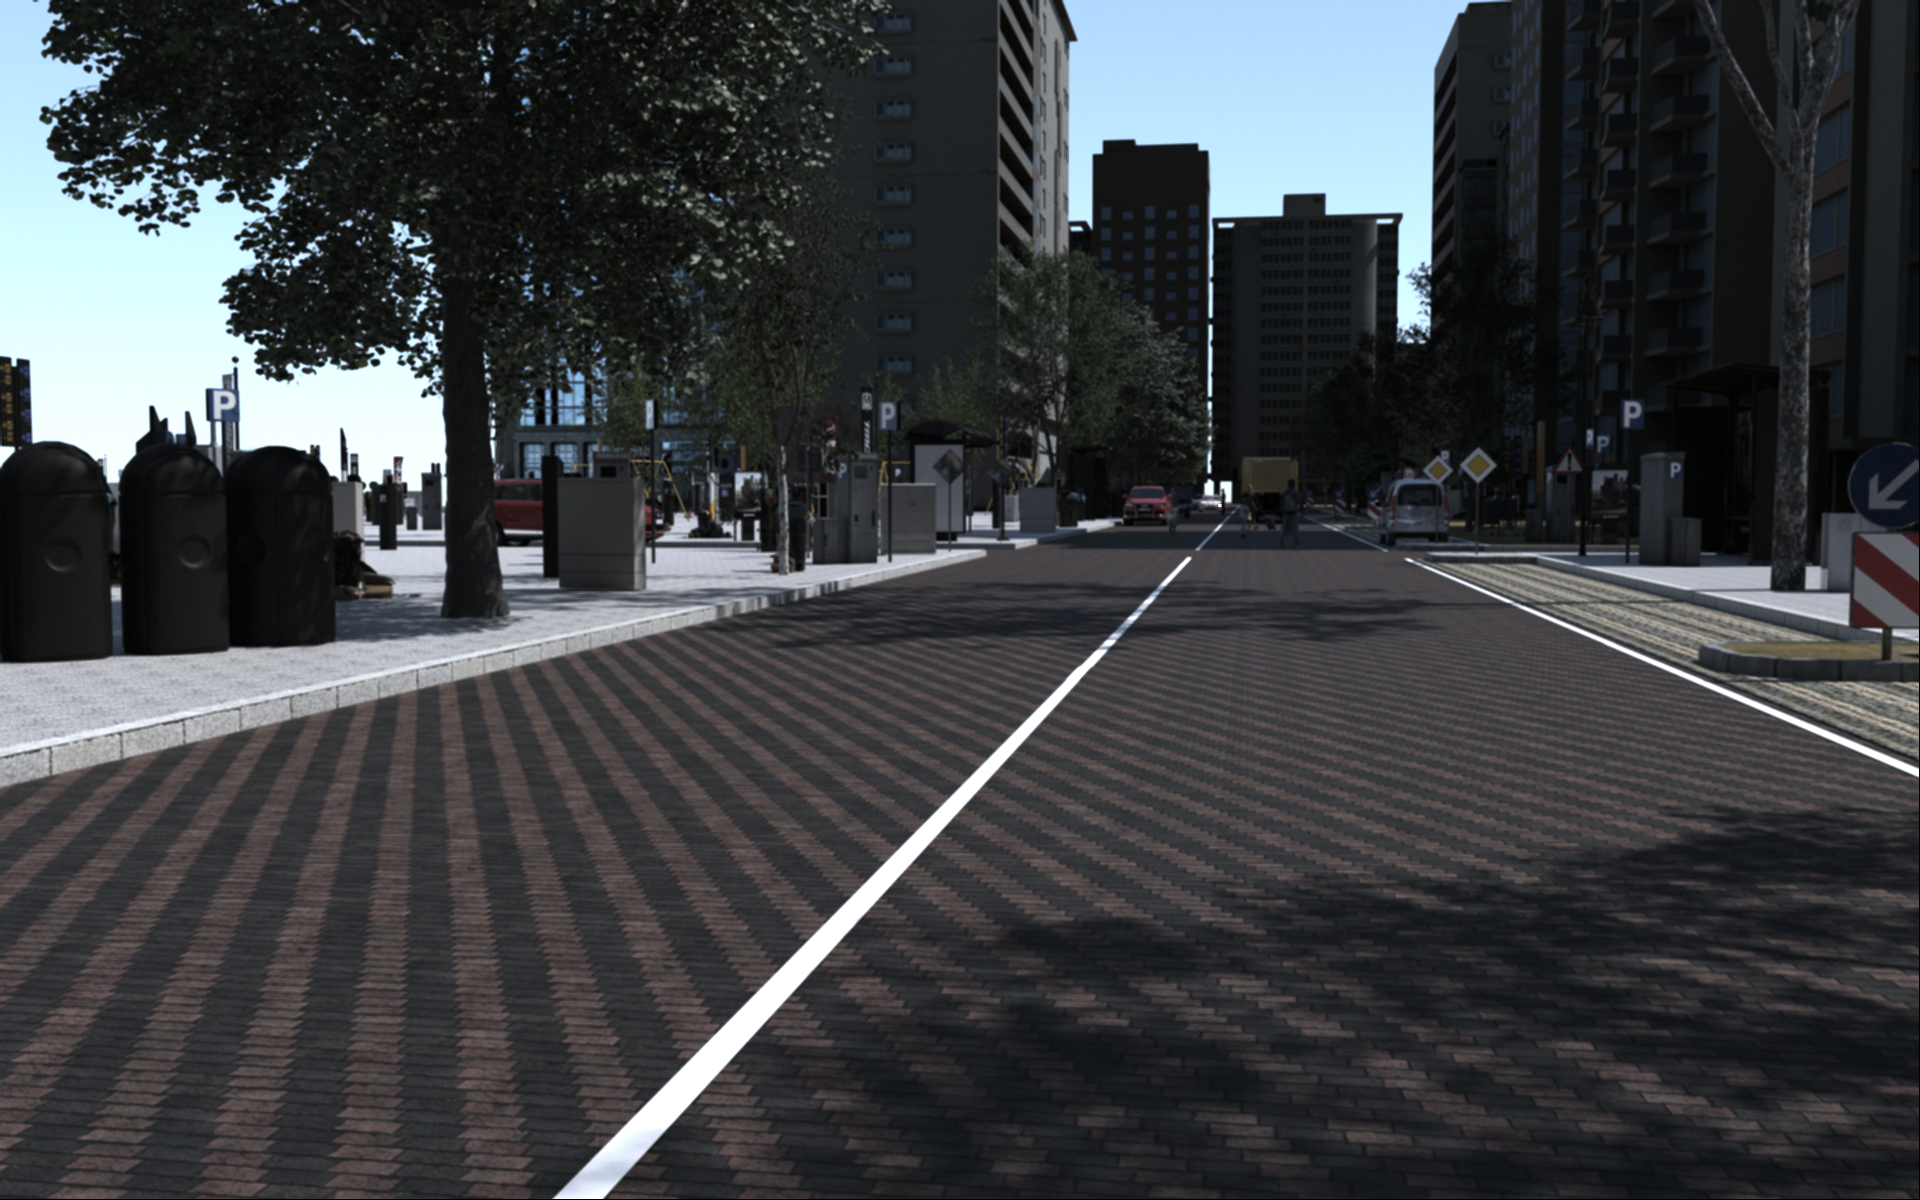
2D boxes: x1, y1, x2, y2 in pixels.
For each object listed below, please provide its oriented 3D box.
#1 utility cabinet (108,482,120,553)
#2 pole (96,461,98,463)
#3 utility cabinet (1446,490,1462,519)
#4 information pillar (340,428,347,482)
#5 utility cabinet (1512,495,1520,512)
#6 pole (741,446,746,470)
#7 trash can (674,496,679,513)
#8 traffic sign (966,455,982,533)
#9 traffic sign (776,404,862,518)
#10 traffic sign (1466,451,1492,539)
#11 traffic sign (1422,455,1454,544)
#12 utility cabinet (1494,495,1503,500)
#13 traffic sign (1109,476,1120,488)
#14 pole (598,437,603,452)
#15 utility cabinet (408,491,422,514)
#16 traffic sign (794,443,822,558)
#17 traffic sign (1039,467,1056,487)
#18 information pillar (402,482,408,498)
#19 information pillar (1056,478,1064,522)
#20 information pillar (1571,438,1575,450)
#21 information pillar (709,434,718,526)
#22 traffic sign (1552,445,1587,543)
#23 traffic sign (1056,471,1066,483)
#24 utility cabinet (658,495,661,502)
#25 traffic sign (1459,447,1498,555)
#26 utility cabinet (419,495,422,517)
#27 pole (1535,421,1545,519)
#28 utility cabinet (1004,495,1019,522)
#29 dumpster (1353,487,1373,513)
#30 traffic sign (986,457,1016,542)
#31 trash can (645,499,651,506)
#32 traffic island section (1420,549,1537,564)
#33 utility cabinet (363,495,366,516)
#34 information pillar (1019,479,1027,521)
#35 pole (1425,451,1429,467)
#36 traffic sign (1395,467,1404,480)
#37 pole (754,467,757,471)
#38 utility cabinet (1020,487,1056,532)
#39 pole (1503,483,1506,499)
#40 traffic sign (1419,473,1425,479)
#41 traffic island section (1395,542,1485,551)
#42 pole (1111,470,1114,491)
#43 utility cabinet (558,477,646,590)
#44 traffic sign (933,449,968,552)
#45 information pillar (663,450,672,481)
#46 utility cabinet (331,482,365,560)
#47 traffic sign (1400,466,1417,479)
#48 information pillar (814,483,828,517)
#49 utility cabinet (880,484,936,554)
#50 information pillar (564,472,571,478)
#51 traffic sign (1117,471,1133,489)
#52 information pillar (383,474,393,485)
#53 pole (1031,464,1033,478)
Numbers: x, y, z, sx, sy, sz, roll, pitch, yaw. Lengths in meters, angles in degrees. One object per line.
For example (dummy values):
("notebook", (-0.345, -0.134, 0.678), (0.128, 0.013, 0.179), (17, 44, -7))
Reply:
("utility cabinet", (-15.807, -1.477, 32.830), (0.318, 1.500, 1.173), (-3, 5, -40))
("pole", (-53.231, -6.907, 106.774), (0.158, 3.312, 0.155), (0, 3, 0))
("utility cabinet", (25.115, -4.900, 88.794), (1.173, 1.500, 0.318), (3, 5, 40))
("information pillar", (-21.786, -4.275, 61.250), (0.183, 3.616, 0.504), (0, 4, -6))
("utility cabinet", (34.266, -5.855, 106.895), (0.306, 1.237, 1.020), (0, 4, 2))
("pole", (-9.138, -4.851, 73.153), (0.158, 3.312, 0.155), (0, 3, 0))
("trash can", (-19.875, -6.650, 120.379), (0.748, 1.137, 0.748), (0, 3, 0))
("traffic sign", (0.329, -3.479, 56.987), (0.768, 2.556, 0.104), (1, 4, 19))
("traffic sign", (-3.125, -2.784, 39.390), (2.265, 3.308, 0.079), (1, 4, 17))
("traffic sign", (14.919, -3.045, 49.890), (0.768, 2.556, 0.104), (1, 4, 16))
("traffic sign", (12.280, -2.503, 44.563), (0.795, 2.450, 0.064), (1, 4, 9))
("utility cabinet", (34.939, -6.180, 112.198), (1.020, 1.237, 0.306), (-3, 5, -44))
("traffic sign", (10.706, -7.333, 120.003), (0.768, 2.556, 0.104), (1, 4, 12))
("pole", (-12.965, -4.199, 62.495), (0.158, 3.312, 0.155), (0, 3, 0))
("utility cabinet", (-34.739, -6.240, 110.703), (1.173, 1.500, 0.318), (0, 4, -7))
("traffic sign", (-3.032, -1.983, 34.555), (0.606, 2.300, 0.079), (1, 4, 16))
("traffic sign", (4.143, -5.009, 81.908), (0.884, 2.594, 0.081), (1, 4, 17))
("information pillar", (-34.034, -6.216, 106.118), (0.304, 2.012, 0.304), (-2, 4, -34))
("information pillar", (4.591, -4.610, 79.873), (0.304, 2.012, 0.304), (1, 4, 15))
("information pillar", (25.437, -4.934, 72.022), (0.183, 3.616, 0.504), (1, 4, 10))
("information pillar", (-9.602, -4.655, 67.459), (0.183, 3.616, 0.504), (2, 4, 27))
("traffic sign", (15.976, -2.780, 45.451), (0.884, 2.594, 0.081), (1, 4, 15))
("traffic sign", (5.615, -5.964, 97.614), (0.768, 2.556, 0.104), (1, 4, 15))
("utility cabinet", (-17.880, -5.527, 101.531), (0.306, 1.237, 1.020), (-3, 4, -38))
("traffic sign", (10.959, -2.021, 36.687), (0.795, 2.450, 0.064), (1, 4, 9))
("utility cabinet", (-30.368, -5.368, 98.924), (1.020, 1.237, 0.306), (-1, 4, -14))
("pole", (16.238, -3.341, 48.471), (0.158, 3.312, 0.155), (0, 3, 0))
("utility cabinet", (2.263, -4.172, 79.372), (0.306, 1.237, 1.020), (-2, 4, -35))
("dumpster", (26.969, -6.904, 115.378), (1.502, 2.255, 1.985), (1, 4, 10))
("traffic sign", (1.095, -2.618, 46.453), (0.795, 2.450, 0.064), (1, 4, 9))
("trash can", (-8.979, -2.240, 48.278), (0.748, 1.137, 0.748), (0, 3, 0))
("traffic island section", (10.983, -0.886, 36.761), (2.009, 0.180, 2.903), (1, 4, 9))
("utility cabinet", (-40.036, -6.421, 116.143), (1.020, 1.237, 0.306), (0, 4, -7))
("information pillar", (3.033, -4.819, 83.286), (0.304, 2.012, 0.304), (3, 5, 41))
("pole", (21.927, -5.352, 81.344), (0.158, 3.312, 0.155), (0, 3, 0))
("traffic sign", (20.768, -4.955, 81.127), (0.768, 2.556, 0.104), (1, 4, 15))
("pole", (-14.597, -7.953, 123.866), (0.158, 3.312, 0.155), (0, 3, 0))
("utility cabinet", (2.576, -2.963, 57.126), (1.173, 1.500, 0.318), (1, 4, 10))
("pole", (34.835, -7.150, 110.746), (0.158, 3.312, 0.155), (0, 3, 0))
("traffic sign", (26.654, -6.094, 99.636), (0.884, 2.594, 0.081), (1, 4, 18))
("traffic island section", (12.304, -1.367, 44.636), (2.009, 0.180, 2.903), (1, 4, 9))
("pole", (10.655, -7.771, 120.892), (0.158, 3.312, 0.155), (0, 3, 0))
("utility cabinet", (-4.776, -0.884, 23.125), (1.173, 1.500, 0.318), (1, 4, 22))
("traffic sign", (-0.226, -2.137, 38.577), (0.795, 2.450, 0.064), (1, 4, 9))
("information pillar", (-15.401, -6.114, 91.321), (0.504, 3.616, 0.183), (-3, 4, -36))
("utility cabinet", (-11.254, -1.360, 30.911), (1.173, 1.500, 0.318), (1, 4, 8))
("traffic sign", (20.670, -4.881, 79.910), (0.768, 2.556, 0.104), (1, 4, 13))
("information pillar", (-3.807, -2.627, 47.444), (0.304, 2.012, 0.304), (-2, 4, -29))
("utility cabinet", (-1.104, -1.717, 36.749), (1.173, 1.500, 0.318), (0, 4, -6))
("information pillar", (-13.347, -3.322, 58.810), (0.304, 2.012, 0.304), (-1, 4, -11))
("traffic sign", (9.270, -5.960, 97.444), (0.884, 2.594, 0.081), (1, 4, 16))
("information pillar", (-21.377, -3.687, 64.781), (0.304, 2.012, 0.304), (-3, 4, -39))
("pole", (4.797, -7.444, 115.553), (0.158, 3.312, 0.155), (0, 3, 0))
